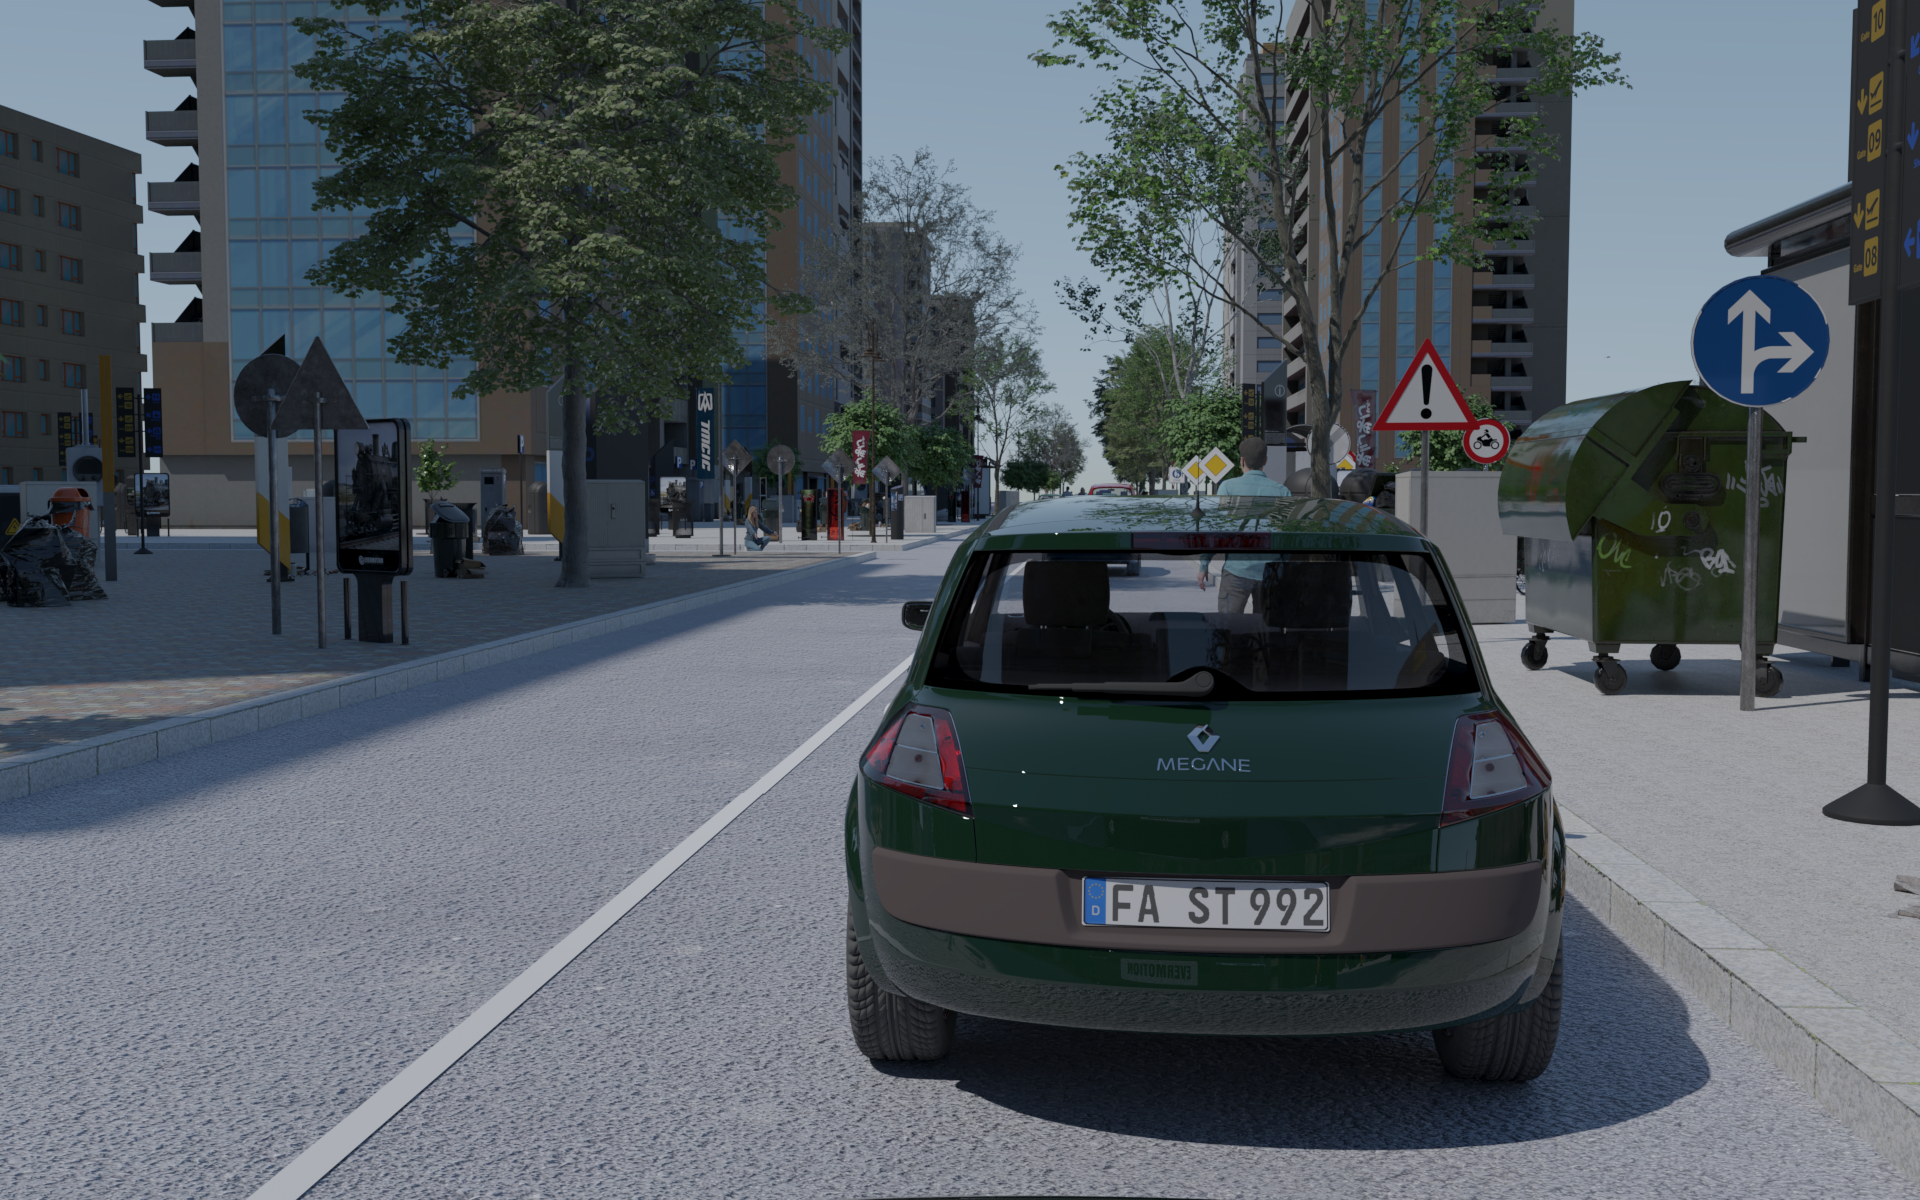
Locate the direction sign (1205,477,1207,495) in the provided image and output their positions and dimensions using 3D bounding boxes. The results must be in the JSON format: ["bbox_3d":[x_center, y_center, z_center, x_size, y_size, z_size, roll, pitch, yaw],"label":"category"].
[{"bbox_3d":[14.116,-6.395,96.560,0.379,3.537,0.876,-3,5,-40],"label":"direction sign"}]

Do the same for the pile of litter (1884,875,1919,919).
[{"bbox_3d":[3.744,0.533,5.248,1.719,0.858,1.176,2,4,23],"label":"pile of litter"}]

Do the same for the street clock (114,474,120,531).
[{"bbox_3d":[-29.564,-3.415,60.400,0.471,2.002,0.358,-1,4,-13],"label":"street clock"}]

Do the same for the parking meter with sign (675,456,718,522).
[{"bbox_3d":[-12.212,-5.112,79.847,1.738,3.016,0.543,1,4,17],"label":"parking meter with sign"}]

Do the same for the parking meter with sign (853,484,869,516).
[{"bbox_3d":[-5.828,-6.436,101.494,0.543,3.016,1.738,2,4,29],"label":"parking meter with sign"}]

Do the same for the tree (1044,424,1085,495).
[{"bbox_3d":[16.323,-21.789,274.378,7.486,12.596,7.792,0,3,0],"label":"tree"}]

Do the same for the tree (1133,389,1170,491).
[{"bbox_3d":[13.701,-10.516,122.295,4.737,8.622,4.395,0,3,0],"label":"tree"}]

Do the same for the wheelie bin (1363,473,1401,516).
[{"bbox_3d":[6.413,-1.073,25.449,0.980,1.594,0.693,-1,4,-11],"label":"wheelie bin"}]

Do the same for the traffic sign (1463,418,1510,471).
[{"bbox_3d":[8.837,-1.776,29.149,0.768,2.556,0.104,1,4,11],"label":"traffic sign"}]

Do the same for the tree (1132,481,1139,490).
[{"bbox_3d":[22.953,-16.794,224.943,4.360,8.622,3.978,0,3,0],"label":"tree"}]

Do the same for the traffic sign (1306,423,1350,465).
[{"bbox_3d":[6.507,-1.869,30.671,0.768,2.556,0.104,0,4,7],"label":"traffic sign"}]

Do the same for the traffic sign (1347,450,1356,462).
[{"bbox_3d":[10.835,-2.990,48.991,0.768,2.556,0.104,1,4,9],"label":"traffic sign"}]

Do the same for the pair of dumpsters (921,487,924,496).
[{"bbox_3d":[-2.800,-5.289,88.963,1.574,2.255,4.437,0,4,5],"label":"pair of dumpsters"}]

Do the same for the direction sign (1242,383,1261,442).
[{"bbox_3d":[6.127,-2.671,35.674,0.876,3.537,0.379,-2,4,-34],"label":"direction sign"}]

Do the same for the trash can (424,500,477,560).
[{"bbox_3d":[-8.307,-1.027,28.437,0.748,1.137,0.748,0,3,0],"label":"trash can"}]

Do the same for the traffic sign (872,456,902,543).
[{"bbox_3d":[-1.910,-2.537,45.129,0.795,2.450,0.064,0,4,5],"label":"traffic sign"}]

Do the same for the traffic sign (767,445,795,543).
[{"bbox_3d":[-4.661,-2.742,44.933,0.768,2.556,0.104,1,4,15],"label":"traffic sign"}]

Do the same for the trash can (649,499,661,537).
[{"bbox_3d":[-9.297,-2.457,51.833,0.748,1.137,0.748,0,3,0],"label":"trash can"}]

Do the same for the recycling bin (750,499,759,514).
[{"bbox_3d":[-9.354,-4.185,80.981,0.722,1.027,0.722,1,4,10],"label":"recycling bin"}]

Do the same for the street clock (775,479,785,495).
[{"bbox_3d":[-8.459,-4.690,81.253,0.471,2.002,0.358,3,5,42],"label":"street clock"}]

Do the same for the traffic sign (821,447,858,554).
[{"bbox_3d":[-2.585,-2.051,37.173,0.795,2.450,0.064,0,4,5],"label":"traffic sign"}]

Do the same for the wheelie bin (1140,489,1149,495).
[{"bbox_3d":[11.992,-6.434,113.103,0.693,1.594,0.980,0,4,1],"label":"wheelie bin"}]

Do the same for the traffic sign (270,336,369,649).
[{"bbox_3d":[-5.298,-0.875,14.315,0.884,2.594,0.081,1,4,10],"label":"traffic sign"}]

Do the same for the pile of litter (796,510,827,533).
[{"bbox_3d":[-4.942,-2.706,58.201,1.176,0.858,1.719,1,4,21],"label":"pile of litter"}]

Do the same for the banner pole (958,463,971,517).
[{"bbox_3d":[0.292,-6.641,98.597,0.863,3.779,0.401,2,4,24],"label":"banner pole"}]

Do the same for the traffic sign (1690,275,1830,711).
[{"bbox_3d":[4.665,-0.616,10.186,0.768,2.556,0.104,1,4,8],"label":"traffic sign"}]

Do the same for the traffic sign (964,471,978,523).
[{"bbox_3d":[0.439,-4.643,77.101,0.795,2.450,0.064,0,4,7],"label":"traffic sign"}]

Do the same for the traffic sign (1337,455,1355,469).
[{"bbox_3d":[10.786,-2.899,48.579,0.795,2.450,0.064,1,4,10],"label":"traffic sign"}]

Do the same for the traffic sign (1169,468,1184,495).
[{"bbox_3d":[8.333,-3.942,66.586,0.606,2.300,0.079,1,4,11],"label":"traffic sign"}]

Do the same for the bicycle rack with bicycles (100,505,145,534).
[{"bbox_3d":[-27.725,-2.626,56.317,2.852,0.926,2.925,-1,4,-21],"label":"bicycle rack with bicycles"}]

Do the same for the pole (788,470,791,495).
[{"bbox_3d":[-9.201,-6.095,93.499,0.158,3.312,0.155,0,3,0],"label":"pole"}]

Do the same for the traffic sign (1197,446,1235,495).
[{"bbox_3d":[5.379,-2.008,36.479,0.795,2.450,0.064,0,4,5],"label":"traffic sign"}]

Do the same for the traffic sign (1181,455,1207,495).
[{"bbox_3d":[6.054,-2.495,44.436,0.795,2.450,0.064,0,4,5],"label":"traffic sign"}]

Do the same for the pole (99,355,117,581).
[{"bbox_3d":[-12.556,-1.938,25.526,0.158,3.312,0.155,0,3,0],"label":"pole"}]

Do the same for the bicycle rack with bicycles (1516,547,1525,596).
[{"bbox_3d":[6.923,-0.482,21.256,2.852,0.926,2.925,0,4,-7],"label":"bicycle rack with bicycles"}]

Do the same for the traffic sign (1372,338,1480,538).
[{"bbox_3d":[3.907,-0.891,14.574,0.884,2.594,0.081,0,4,6],"label":"traffic sign"}]

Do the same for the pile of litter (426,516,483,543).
[{"bbox_3d":[-13.276,-1.958,45.978,1.719,0.858,1.176,1,4,17],"label":"pile of litter"}]

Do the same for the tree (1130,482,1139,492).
[{"bbox_3d":[24.404,-15.384,246.125,1.663,3.219,1.824,0,3,0],"label":"tree"}]

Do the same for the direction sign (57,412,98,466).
[{"bbox_3d":[-24.493,-3.428,48.045,0.876,3.537,0.379,-1,4,-21],"label":"direction sign"}]

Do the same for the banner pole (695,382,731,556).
[{"bbox_3d":[-5.125,-2.799,35.783,0.863,3.779,0.401,2,4,31],"label":"banner pole"}]

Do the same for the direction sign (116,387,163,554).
[{"bbox_3d":[-17.466,-2.748,36.934,0.876,3.537,0.379,-1,4,-22],"label":"direction sign"}]

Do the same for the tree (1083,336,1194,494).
[{"bbox_3d":[14.463,-14.126,137.609,9.857,13.997,8.962,0,3,0],"label":"tree"}]

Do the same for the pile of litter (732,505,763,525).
[{"bbox_3d":[-8.858,-3.543,71.890,1.176,0.858,1.719,3,4,37],"label":"pile of litter"}]

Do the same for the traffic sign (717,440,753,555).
[{"bbox_3d":[-4.765,-2.170,36.663,0.795,2.450,0.064,1,4,14],"label":"traffic sign"}]

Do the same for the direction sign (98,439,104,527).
[{"bbox_3d":[-33.147,-4.574,66.790,0.379,3.537,0.876,1,4,18],"label":"direction sign"}]

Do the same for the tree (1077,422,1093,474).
[{"bbox_3d":[12.308,-19.409,227.707,12.009,13.543,11.850,0,3,0],"label":"tree"}]

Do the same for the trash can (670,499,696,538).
[{"bbox_3d":[-8.053,-2.367,50.350,0.748,1.137,0.748,0,3,0],"label":"trash can"}]

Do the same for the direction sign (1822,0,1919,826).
[{"bbox_3d":[3.631,-0.903,6.761,0.379,3.537,0.876,1,4,9],"label":"direction sign"}]

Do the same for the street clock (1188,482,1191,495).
[{"bbox_3d":[12.872,-5.747,98.538,0.471,2.002,0.358,3,4,36],"label":"street clock"}]

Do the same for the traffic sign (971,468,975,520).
[{"bbox_3d":[0.589,-5.258,86.081,0.768,2.556,0.104,0,4,5],"label":"traffic sign"}]

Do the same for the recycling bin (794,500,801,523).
[{"bbox_3d":[-7.377,-4.016,78.216,0.722,1.027,0.722,3,4,36],"label":"recycling bin"}]

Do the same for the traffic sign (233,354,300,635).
[{"bbox_3d":[-6.255,-0.958,15.777,0.768,2.556,0.104,0,4,7],"label":"traffic sign"}]

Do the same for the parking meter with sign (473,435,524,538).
[{"bbox_3d":[-13.756,-3.349,51.013,1.738,3.016,0.543,0,4,-3],"label":"parking meter with sign"}]

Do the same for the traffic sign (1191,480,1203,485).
[{"bbox_3d":[13.060,-5.845,95.679,0.768,2.556,0.104,0,4,8],"label":"traffic sign"}]

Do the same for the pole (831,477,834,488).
[{"bbox_3d":[-6.650,-5.897,90.255,0.158,3.312,0.155,0,3,0],"label":"pole"}]
